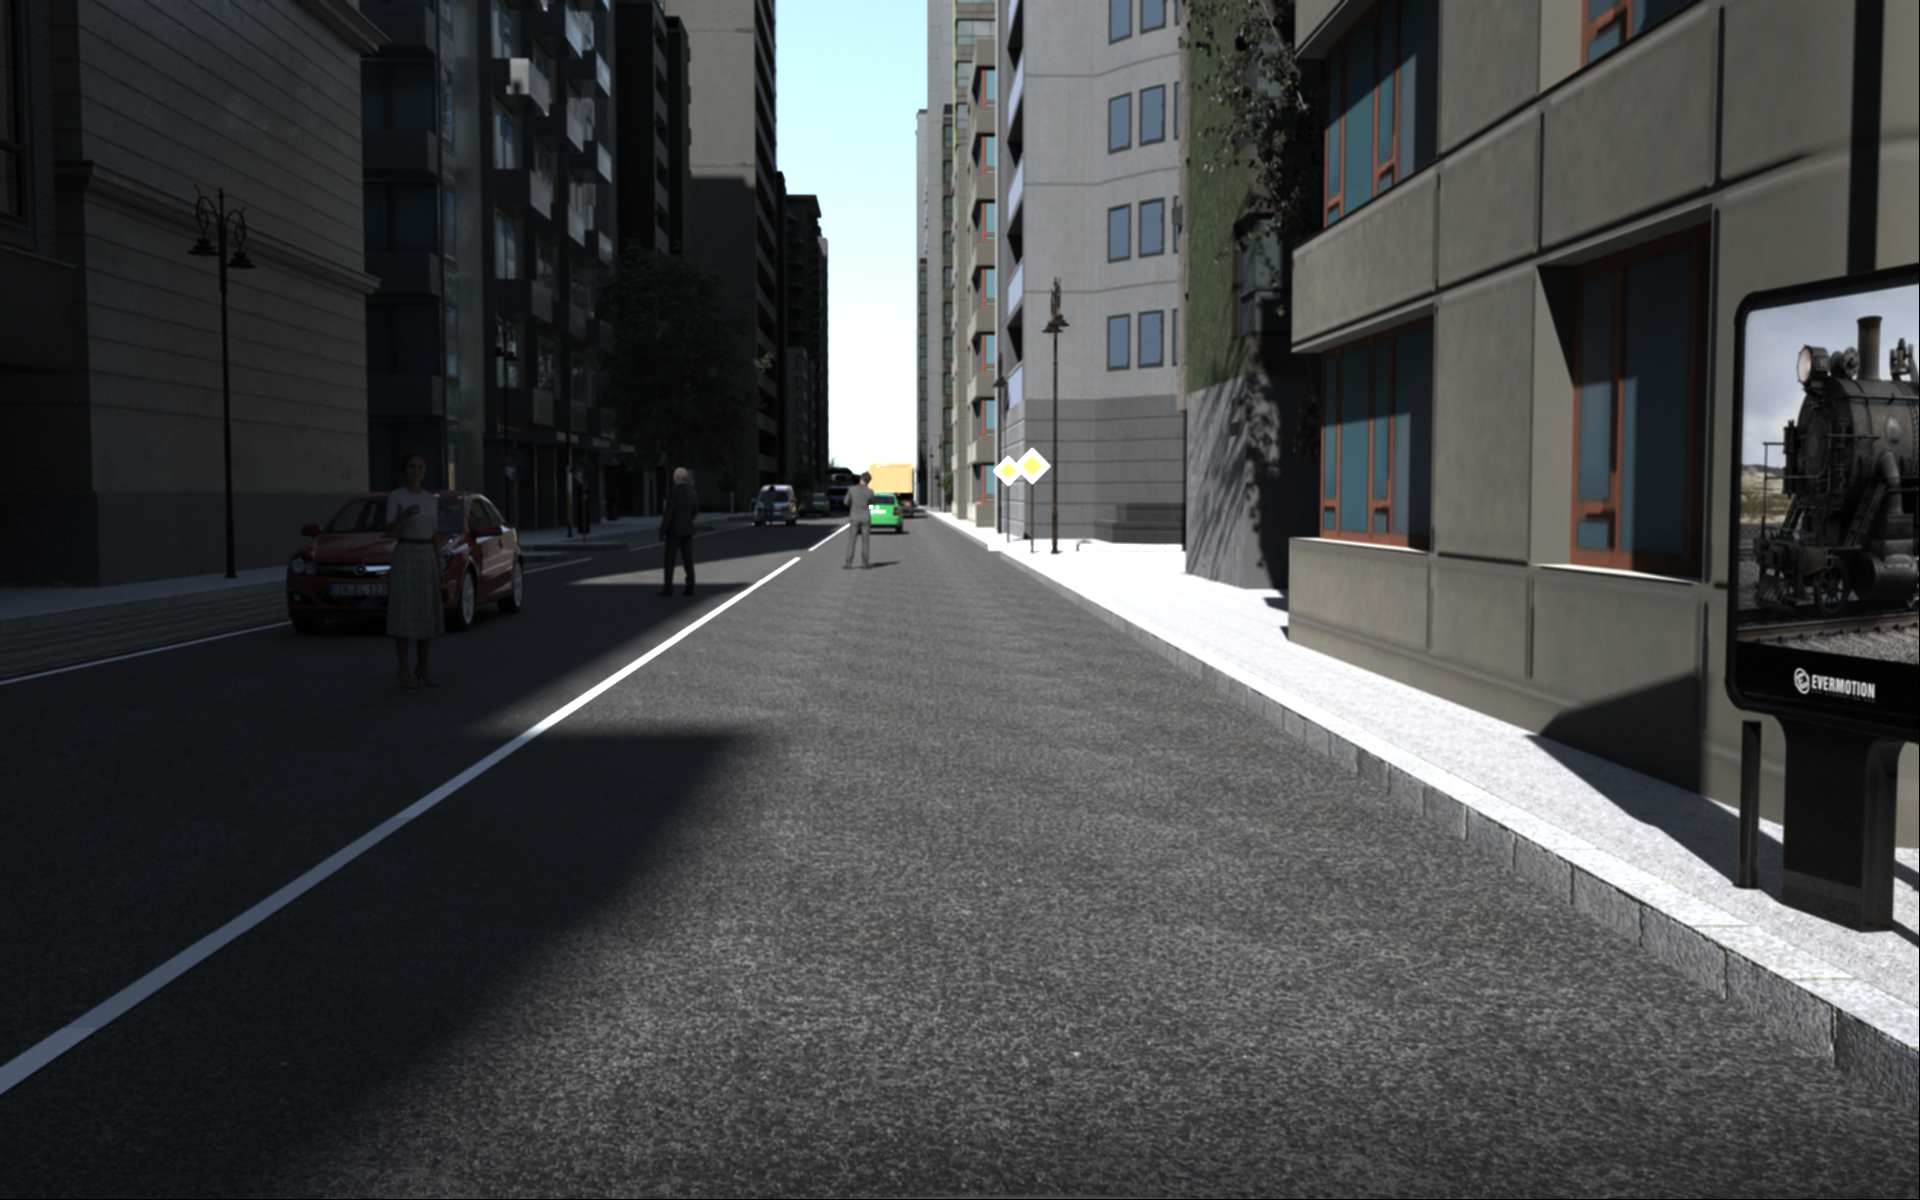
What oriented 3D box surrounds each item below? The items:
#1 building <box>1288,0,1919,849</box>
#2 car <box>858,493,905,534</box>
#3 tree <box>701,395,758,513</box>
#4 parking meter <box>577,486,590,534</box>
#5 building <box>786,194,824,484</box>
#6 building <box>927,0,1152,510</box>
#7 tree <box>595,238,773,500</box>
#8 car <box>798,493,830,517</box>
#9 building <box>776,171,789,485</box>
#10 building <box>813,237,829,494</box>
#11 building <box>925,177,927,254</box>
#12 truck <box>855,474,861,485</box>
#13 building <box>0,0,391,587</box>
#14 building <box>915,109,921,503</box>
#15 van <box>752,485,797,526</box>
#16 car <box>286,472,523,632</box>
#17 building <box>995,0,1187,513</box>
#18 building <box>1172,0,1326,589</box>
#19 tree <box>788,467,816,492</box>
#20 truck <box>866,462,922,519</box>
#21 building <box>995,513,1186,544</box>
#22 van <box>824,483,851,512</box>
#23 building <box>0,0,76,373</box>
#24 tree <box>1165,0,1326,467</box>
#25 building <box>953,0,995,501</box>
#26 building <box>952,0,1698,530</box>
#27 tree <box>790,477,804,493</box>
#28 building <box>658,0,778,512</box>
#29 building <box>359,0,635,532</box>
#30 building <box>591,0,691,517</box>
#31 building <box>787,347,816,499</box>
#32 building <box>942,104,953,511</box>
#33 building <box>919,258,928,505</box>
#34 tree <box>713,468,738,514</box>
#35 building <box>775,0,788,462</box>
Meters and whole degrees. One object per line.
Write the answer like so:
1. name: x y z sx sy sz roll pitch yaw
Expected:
1. building: 17.216 -9.513 0.570 27.650 21.520 28.899 0 4 -2
2. car: -2.969 -3.312 62.945 1.959 1.807 4.718 0 4 -2
3. tree: -15.381 -10.158 116.447 4.737 8.622 4.395 0 3 0
4. parking meter: -12.144 -2.903 55.871 0.372 1.533 0.369 0 3 0
5. building: -30.834 -36.163 245.881 22.147 44.769 28.867 0 4 -2
6. building: 7.065 -39.097 181.240 21.231 58.520 28.212 0 4 -2
7. tree: -14.358 -11.010 86.664 9.857 13.997 8.962 0 3 0
8. car: -9.236 -6.180 109.844 1.959 1.807 4.718 0 4 0
9. building: -22.234 -23.030 148.235 14.160 30.474 14.107 0 4 -2
10. building: -27.595 -35.742 267.982 14.154 41.232 14.086 0 4 -2
11. building: 6.449 -37.686 235.769 23.786 49.044 30.456 0 4 -2
12. truck: -11.067 -10.766 171.941 3.469 3.379 9.791 0 4 -2
13. building: -23.203 -14.784 29.102 23.554 28.519 14.401 0 4 -2
14. building: 3.776 -44.247 265.444 21.231 58.520 28.212 0 4 -2
15. van: -8.375 -4.379 78.608 2.013 2.044 4.112 0 4 -1
16. car: -6.116 -0.633 19.392 2.155 1.783 4.494 0 4 -4
17. building: 8.728 -37.333 152.397 21.231 58.520 28.212 0 4 -2
18. building: 10.599 -15.769 29.520 14.160 30.474 14.107 0 4 -2
19. tree: -17.831 -12.900 194.625 4.285 4.588 4.351 0 3 0
20. truck: -4.071 -6.629 104.307 3.469 3.379 9.791 0 4 -1
21. building: 15.655 -31.222 52.487 28.212 58.520 21.231 0 4 -2
22. van: -9.794 -8.303 140.132 2.240 2.365 5.245 0 4 -1
23. building: -17.757 -13.230 9.818 14.314 27.812 24.014 0 4 -2
24. tree: 3.981 -4.103 17.442 4.360 8.622 3.978 0 3 0
25. building: 6.496 -26.283 113.316 14.154 41.232 14.086 0 4 -2
26. building: 13.902 -14.433 81.023 27.650 21.520 28.899 0 4 -2
27. tree: -17.979 -12.020 191.123 1.663 3.219 1.824 0 3 0
28. building: -25.180 -30.950 129.742 21.300 48.544 21.600 0 4 -2
29. building: -25.130 -27.063 62.092 23.786 49.044 30.456 0 4 -2
30. building: -23.270 -20.062 99.715 14.160 30.474 14.107 0 4 -2
31. building: -32.707 -22.791 217.672 27.650 21.520 28.899 0 4 -2
32. building: 5.571 -22.037 132.002 14.160 30.474 14.107 0 4 -2
33. building: 1.928 -26.993 213.041 14.160 30.474 14.107 0 4 -2
34. tree: -15.299 -7.236 112.908 1.663 3.219 1.824 0 3 0
35. building: -27.929 -52.391 169.258 22.319 86.520 31.000 0 4 -2
